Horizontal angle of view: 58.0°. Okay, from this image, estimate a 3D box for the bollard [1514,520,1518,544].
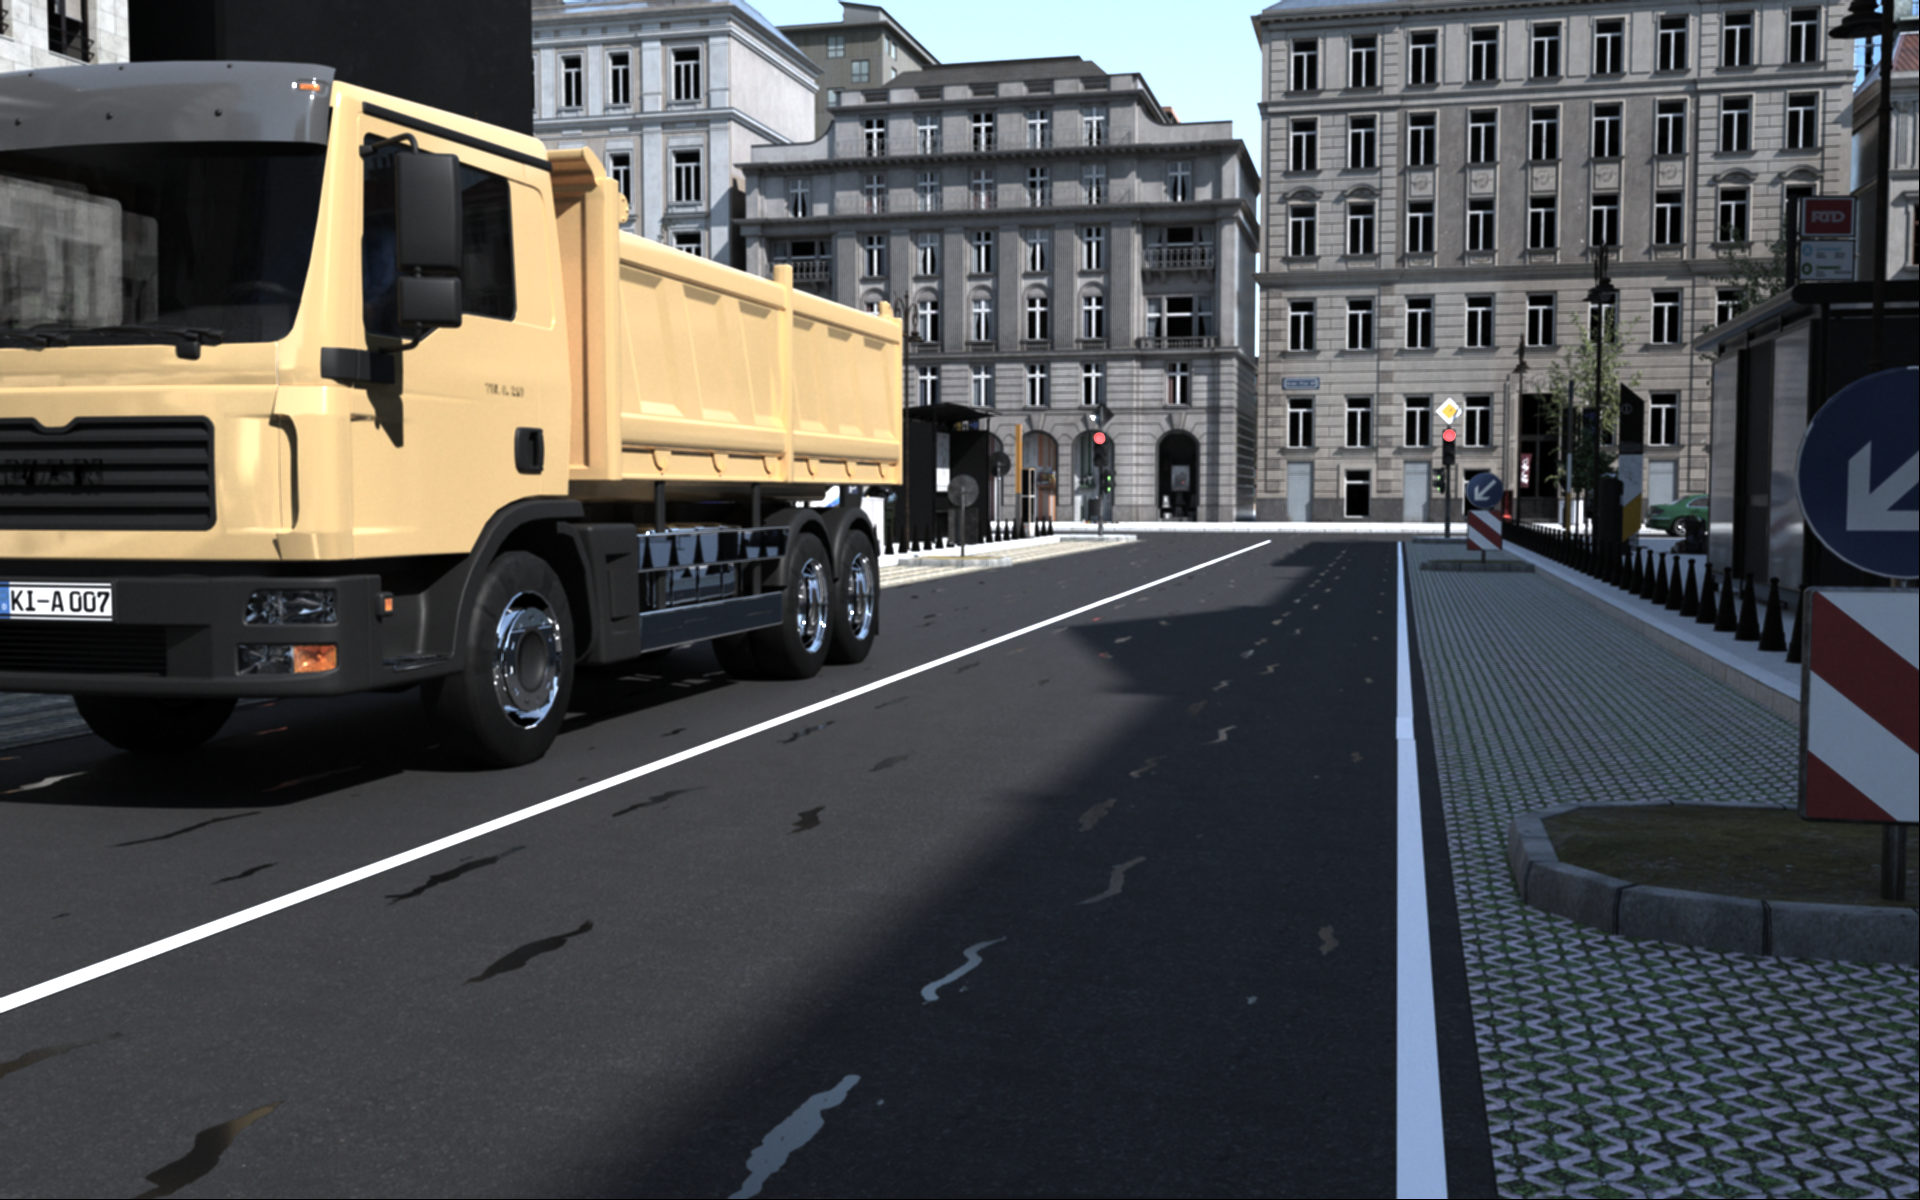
[{"bbox_3d":[13.998,-1.659,43.161,0.229,0.601,0.229,0,3,0],"label":"bollard"}]

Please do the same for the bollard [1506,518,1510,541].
[{"bbox_3d":[14.753,-1.842,46.152,0.229,0.601,0.229,0,3,0],"label":"bollard"}]

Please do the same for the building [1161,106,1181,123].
[{"bbox_3d":[11.492,-32.919,192.852,28.867,44.769,22.147,1,4,14],"label":"building"}]

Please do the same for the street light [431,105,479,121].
[{"bbox_3d":[-5.853,-2.956,21.126,0.468,5.910,1.993,1,4,14],"label":"street light"}]

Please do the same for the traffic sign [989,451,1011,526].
[{"bbox_3d":[1.145,-3.159,51.758,0.768,2.556,0.104,1,4,21],"label":"traffic sign"}]

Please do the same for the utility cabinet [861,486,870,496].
[{"bbox_3d":[-2.921,-2.507,49.672,1.173,1.500,0.318,0,4,-3],"label":"utility cabinet"}]

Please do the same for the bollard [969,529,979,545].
[{"bbox_3d":[0.271,-1.686,43.613,0.229,0.601,0.229,0,3,0],"label":"bollard"}]

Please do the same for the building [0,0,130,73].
[{"bbox_3d":[-22.460,-10.423,25.166,10.420,20.320,16.860,1,4,14],"label":"building"}]

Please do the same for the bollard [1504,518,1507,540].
[{"bbox_3d":[15.003,-1.903,47.149,0.229,0.601,0.229,0,3,0],"label":"bollard"}]

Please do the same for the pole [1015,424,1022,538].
[{"bbox_3d":[1.724,-3.485,50.822,0.158,3.312,0.155,0,3,0],"label":"pole"}]

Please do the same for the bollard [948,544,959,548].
[{"bbox_3d":[-0.231,-1.565,41.621,0.229,0.601,0.229,0,3,0],"label":"bollard"}]

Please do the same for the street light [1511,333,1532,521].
[{"bbox_3d":[16.075,-4.705,49.718,0.468,5.910,1.993,1,4,14],"label":"street light"}]

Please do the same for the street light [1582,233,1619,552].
[{"bbox_3d":[11.408,-3.558,30.968,0.468,5.910,1.993,1,4,14],"label":"street light"}]

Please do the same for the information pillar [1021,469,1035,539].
[{"bbox_3d":[1.961,-2.780,49.948,0.304,2.012,0.304,2,4,33],"label":"information pillar"}]

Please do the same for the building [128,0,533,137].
[{"bbox_3d":[-20.317,-12.935,41.169,15.834,23.373,12.332,1,4,14],"label":"building"}]

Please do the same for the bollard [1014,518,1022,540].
[{"bbox_3d":[1.531,-1.991,48.595,0.229,0.601,0.229,0,3,0],"label":"bollard"}]

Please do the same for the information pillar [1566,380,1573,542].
[{"bbox_3d":[12.486,-2.699,35.484,0.183,3.616,0.504,1,4,19],"label":"information pillar"}]

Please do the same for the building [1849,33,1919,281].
[{"bbox_3d":[48.834,-14.526,73.657,21.152,22.565,11.583,1,4,14],"label":"building"}]

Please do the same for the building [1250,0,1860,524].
[{"bbox_3d":[26.476,-17.290,79.958,25.104,27.353,12.463,1,4,14],"label":"building"}]

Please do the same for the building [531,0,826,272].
[{"bbox_3d":[-18.793,-18.696,91.583,20.117,28.700,13.634,1,4,14],"label":"building"}]

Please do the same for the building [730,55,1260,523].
[{"bbox_3d":[2.444,-14.895,85.339,24.055,21.916,13.314,1,4,14],"label":"building"}]

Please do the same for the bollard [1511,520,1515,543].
[{"bbox_3d":[14.249,-1.720,44.157,0.229,0.601,0.229,0,3,0],"label":"bollard"}]

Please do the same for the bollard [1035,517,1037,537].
[{"bbox_3d":[2.034,-2.113,50.586,0.229,0.601,0.229,0,3,0],"label":"bollard"}]

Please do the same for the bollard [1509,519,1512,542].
[{"bbox_3d":[14.505,-1.781,45.156,0.229,0.601,0.229,0,3,0],"label":"bollard"}]

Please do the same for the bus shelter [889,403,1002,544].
[{"bbox_3d":[-0.379,-3.454,47.751,1.731,3.624,6.357,1,4,14],"label":"bus shelter"}]

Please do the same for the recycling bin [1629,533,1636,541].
[{"bbox_3d":[17.995,-2.125,47.306,0.722,1.027,0.722,3,4,38],"label":"recycling bin"}]

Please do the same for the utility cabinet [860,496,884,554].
[{"bbox_3d":[-2.018,-1.560,36.666,0.306,1.237,1.020,2,4,35],"label":"utility cabinet"}]

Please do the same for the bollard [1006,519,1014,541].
[{"bbox_3d":[1.280,-1.930,47.599,0.229,0.601,0.229,0,3,0],"label":"bollard"}]

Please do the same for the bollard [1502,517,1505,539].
[{"bbox_3d":[15.258,-1.964,48.151,0.229,0.601,0.229,0,3,0],"label":"bollard"}]

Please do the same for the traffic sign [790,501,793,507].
[{"bbox_3d":[-3.464,-2.048,35.610,0.606,2.300,0.079,1,4,17],"label":"traffic sign"}]

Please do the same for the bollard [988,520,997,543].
[{"bbox_3d":[0.774,-1.808,45.604,0.229,0.601,0.229,0,3,0],"label":"bollard"}]

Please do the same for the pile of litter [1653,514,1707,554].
[{"bbox_3d":[15.846,-1.423,37.236,1.176,0.858,1.719,-2,4,-33],"label":"pile of litter"}]

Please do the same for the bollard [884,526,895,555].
[{"bbox_3d":[-1.497,-1.259,36.620,0.229,0.601,0.229,0,3,0],"label":"bollard"}]

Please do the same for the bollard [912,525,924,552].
[{"bbox_3d":[-0.990,-1.381,38.618,0.229,0.601,0.229,0,3,0],"label":"bollard"}]

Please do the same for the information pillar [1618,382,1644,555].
[{"bbox_3d":[14.006,-2.743,36.210,0.504,3.616,0.183,2,4,33],"label":"information pillar"}]

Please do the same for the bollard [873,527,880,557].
[{"bbox_3d":[-1.748,-1.198,35.625,0.229,0.601,0.229,0,3,0],"label":"bollard"}]

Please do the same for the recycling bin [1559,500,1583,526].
[{"bbox_3d":[25.060,-3.577,71.043,0.722,1.027,0.722,-3,5,-45],"label":"recycling bin"}]

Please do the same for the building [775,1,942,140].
[{"bbox_3d":[-17.270,-37.139,196.454,27.495,52.752,28.713,1,4,14],"label":"building"}]

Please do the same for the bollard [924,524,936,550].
[{"bbox_3d":[-0.740,-1.442,39.614,0.229,0.601,0.229,0,3,0],"label":"bollard"}]

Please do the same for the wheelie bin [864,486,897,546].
[{"bbox_3d":[-1.977,-2.147,43.005,0.693,1.594,0.980,2,4,32],"label":"wheelie bin"}]

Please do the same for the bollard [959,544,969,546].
[{"bbox_3d":[0.023,-1.625,42.616,0.229,0.601,0.229,0,3,0],"label":"bollard"}]

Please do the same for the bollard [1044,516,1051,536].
[{"bbox_3d":[2.541,-2.235,52.591,0.229,0.601,0.229,0,3,0],"label":"bollard"}]

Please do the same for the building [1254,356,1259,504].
[{"bbox_3d":[35.732,-24.783,250.247,28.899,21.520,27.650,1,4,14],"label":"building"}]

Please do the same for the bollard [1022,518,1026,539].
[{"bbox_3d":[1.782,-2.052,49.590,0.229,0.601,0.229,0,3,0],"label":"bollard"}]

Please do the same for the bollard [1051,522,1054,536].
[{"bbox_3d":[2.793,-2.296,53.586,0.229,0.601,0.229,0,3,0],"label":"bollard"}]

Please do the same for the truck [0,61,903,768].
[{"bbox_3d":[-2.928,-0.948,11.418,3.469,3.379,9.791,1,4,14],"label":"truck"}]

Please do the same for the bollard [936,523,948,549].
[{"bbox_3d":[-0.484,-1.504,40.626,0.229,0.601,0.229,0,3,0],"label":"bollard"}]

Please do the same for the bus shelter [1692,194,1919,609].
[{"bbox_3d":[10.344,-2.660,21.123,2.179,5.291,8.768,1,4,14],"label":"bus shelter"}]

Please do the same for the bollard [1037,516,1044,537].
[{"bbox_3d":[2.285,-2.174,51.582,0.229,0.601,0.229,0,3,0],"label":"bollard"}]

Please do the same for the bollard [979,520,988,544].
[{"bbox_3d":[0.522,-1.747,44.608,0.229,0.601,0.229,0,3,0],"label":"bollard"}]

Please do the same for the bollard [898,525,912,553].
[{"bbox_3d":[-1.244,-1.320,37.616,0.229,0.601,0.229,0,3,0],"label":"bollard"}]

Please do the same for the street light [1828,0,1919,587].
[{"bbox_3d":[6.704,-2.436,12.624,0.468,5.910,1.993,1,4,14],"label":"street light"}]

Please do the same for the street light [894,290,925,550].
[{"bbox_3d":[-1.214,-4.079,39.486,0.468,5.910,1.993,1,4,14],"label":"street light"}]

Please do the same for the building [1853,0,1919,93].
[{"bbox_3d":[113.896,-55.846,225.754,31.000,86.520,22.319,1,4,14],"label":"building"}]

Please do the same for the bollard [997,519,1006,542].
[{"bbox_3d":[1.024,-1.869,46.599,0.229,0.601,0.229,0,3,0],"label":"bollard"}]
